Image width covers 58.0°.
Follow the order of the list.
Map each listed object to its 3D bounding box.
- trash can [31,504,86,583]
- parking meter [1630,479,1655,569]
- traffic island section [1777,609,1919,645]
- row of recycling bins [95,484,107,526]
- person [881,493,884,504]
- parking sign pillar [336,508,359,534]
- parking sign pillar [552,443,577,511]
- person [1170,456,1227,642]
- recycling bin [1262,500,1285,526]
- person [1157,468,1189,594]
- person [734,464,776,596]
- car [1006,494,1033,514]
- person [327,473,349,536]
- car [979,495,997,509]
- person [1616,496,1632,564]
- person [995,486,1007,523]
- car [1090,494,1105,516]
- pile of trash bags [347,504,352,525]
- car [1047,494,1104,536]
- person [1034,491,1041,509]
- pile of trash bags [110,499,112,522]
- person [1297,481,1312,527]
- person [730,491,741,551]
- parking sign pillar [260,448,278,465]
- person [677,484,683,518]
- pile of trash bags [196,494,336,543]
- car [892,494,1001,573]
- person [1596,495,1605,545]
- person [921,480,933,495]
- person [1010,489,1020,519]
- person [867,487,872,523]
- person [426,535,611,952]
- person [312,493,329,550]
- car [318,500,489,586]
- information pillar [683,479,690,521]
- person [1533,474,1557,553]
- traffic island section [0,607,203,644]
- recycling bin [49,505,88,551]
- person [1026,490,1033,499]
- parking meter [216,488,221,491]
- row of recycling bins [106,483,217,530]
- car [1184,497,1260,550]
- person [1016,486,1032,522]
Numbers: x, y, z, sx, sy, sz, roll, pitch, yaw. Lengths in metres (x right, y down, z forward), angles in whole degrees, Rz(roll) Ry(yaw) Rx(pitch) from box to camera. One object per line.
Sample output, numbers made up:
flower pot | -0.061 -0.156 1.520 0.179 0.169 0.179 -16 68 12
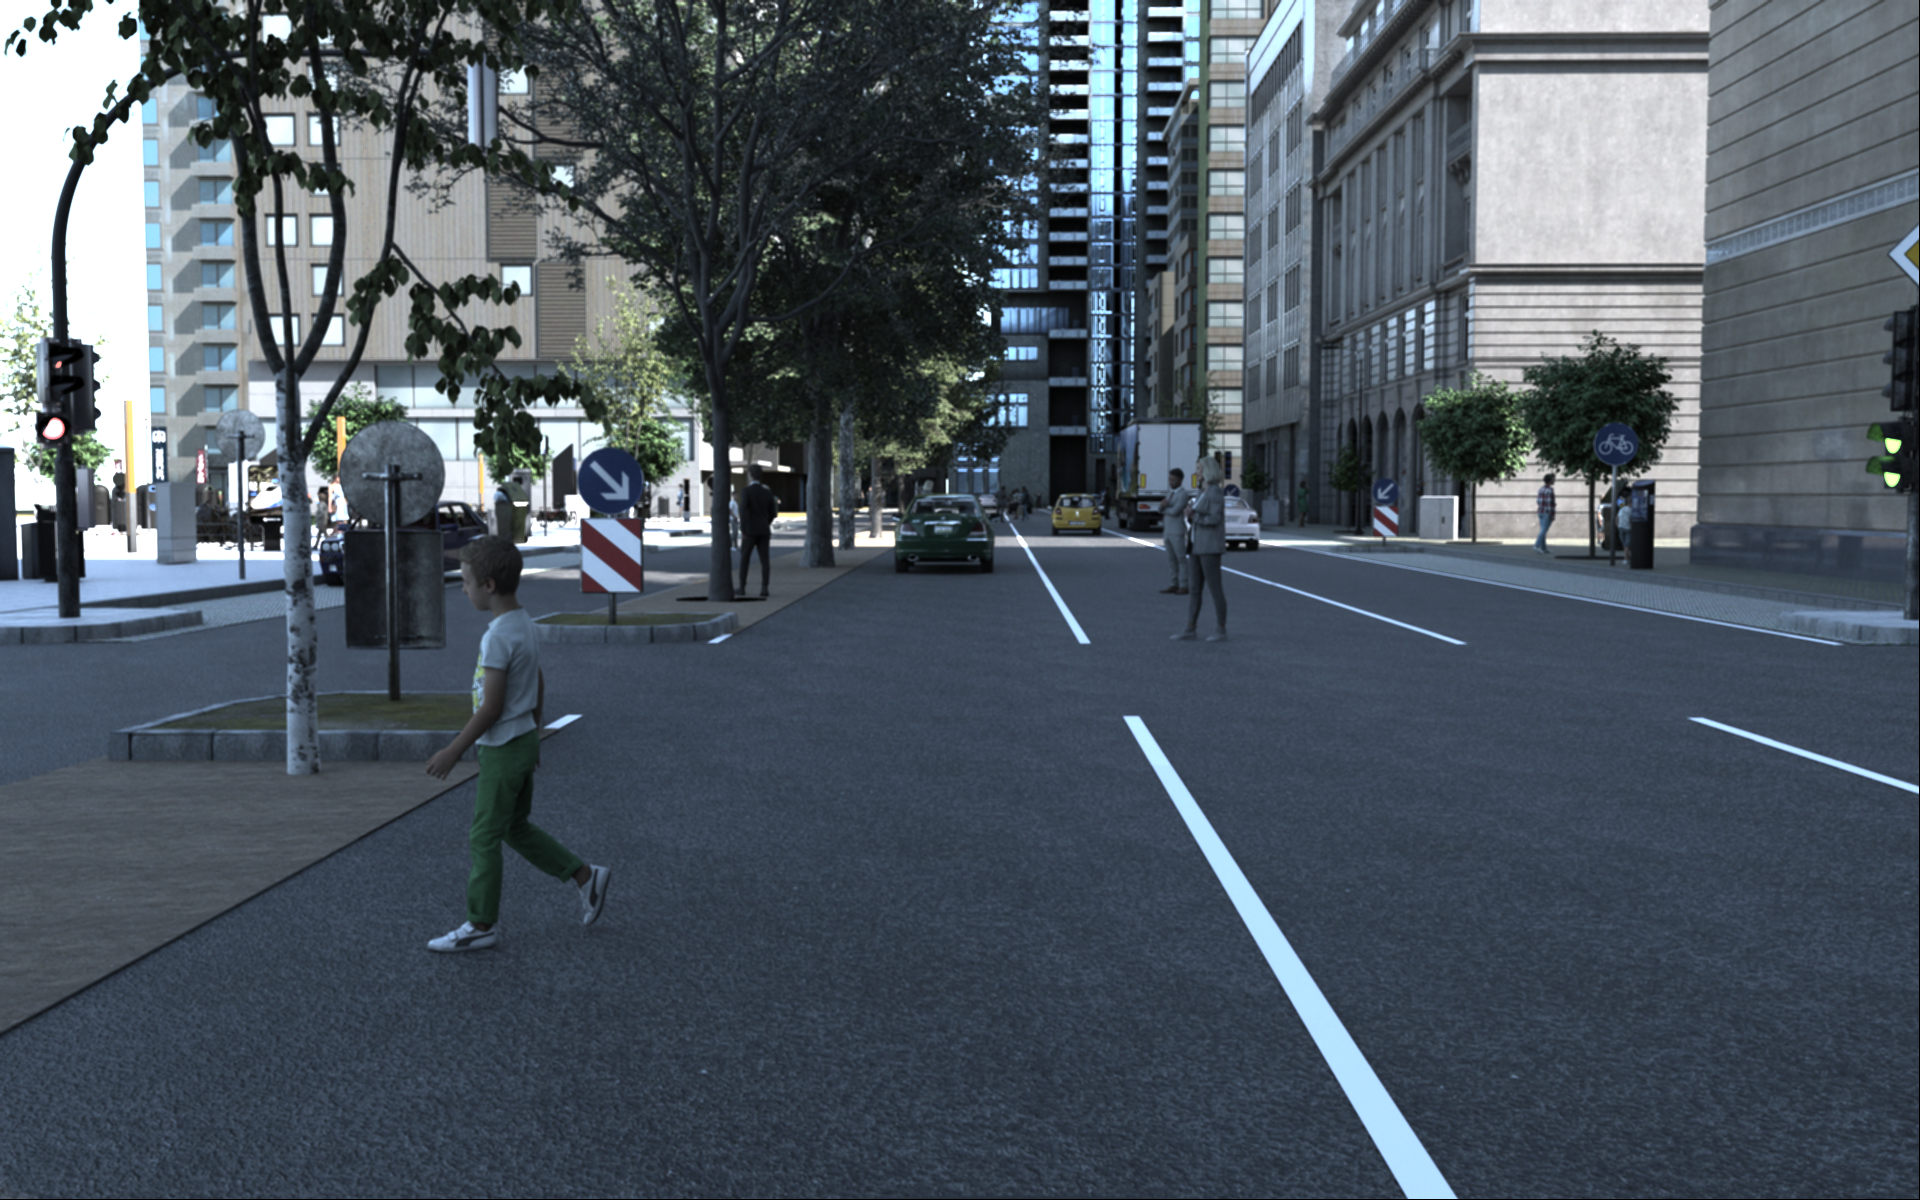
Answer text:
trash can | -13.122 -0.834 25.283 0.748 1.137 0.748 0 3 0
parking meter | 11.712 -1.303 29.714 0.372 1.533 0.369 0 3 0
traffic island section | 9.744 0.281 17.687 2.009 0.180 2.903 0 4 1
row of recycling bins | -33.536 -3.871 70.400 3.534 1.692 1.069 0 4 -7
person | -4.324 -5.090 91.997 0.678 1.792 0.850 1 4 15
parking sign pillar | -19.365 -4.115 55.750 1.447 3.967 1.447 -1 4 -16
parking sign pillar | -21.134 -6.367 92.573 1.447 3.967 1.447 2 4 25
person | 2.360 -0.502 16.885 0.526 1.800 0.537 0 4 -7
recycling bin | 12.730 -3.537 70.386 0.722 1.027 0.722 2 4 31
person | 3.044 -0.991 24.887 0.466 1.800 0.511 -3 4 -37
person | -2.905 -0.974 24.206 0.659 1.850 0.755 -2 4 -34
car | 4.380 -7.175 127.104 2.009 1.686 4.222 0 4 0
person | -15.473 -2.248 42.892 0.778 1.811 0.616 2 4 25
car | 2.619 -9.423 166.421 2.083 1.381 4.827 0 4 0
person | 12.235 -1.288 31.789 0.352 1.250 0.332 0 4 0
person | 2.040 -4.805 86.873 0.655 1.846 0.447 2 4 27
car | 8.832 -6.387 116.438 2.014 1.417 4.499 0 4 1
pile of trash bags | -22.228 -3.336 64.289 3.447 1.369 1.912 -1 4 -10
car | 4.105 -3.125 61.325 2.015 1.641 3.980 0 4 2
person | 7.421 -9.546 165.372 0.742 1.727 0.445 -2 4 -25
pile of trash bags | -39.133 -4.221 78.772 1.912 1.369 3.447 3 5 44
person | 13.356 -3.747 67.548 0.529 1.795 0.600 -3 5 -43
person | -5.728 -2.009 43.946 0.523 1.515 0.503 -2 4 -24
parking sign pillar | -36.391 -6.304 91.538 1.447 3.967 1.447 3 5 42
person | -14.763 -5.258 92.027 0.654 1.822 0.581 -1 4 -17
pile of trash bags | -18.697 -2.207 45.837 3.447 1.369 1.912 1 4 14
car | -0.268 -1.298 33.029 2.131 1.459 4.920 0 4 1
person | 16.325 -2.033 43.963 0.332 1.250 0.352 1 4 12
person | -0.802 -2.256 45.577 0.526 1.800 0.537 -2 4 -32
person | 3.130 -5.477 98.834 0.721 1.735 1.217 -1 4 -22
person | -4.344 -4.641 84.565 0.473 1.802 0.592 0 4 2
person | -1.403 0.442 5.517 0.590 1.304 0.306 -2 4 -24
person | -14.492 -1.778 39.378 0.640 1.303 0.475 -2 4 -24
car | -8.941 -0.950 28.115 1.945 1.354 3.894 0 4 2
information pillar | -13.030 -4.772 82.521 0.304 2.012 0.304 -1 4 -15
person | 12.682 -1.877 37.574 0.643 1.720 0.563 0 4 -7
traffic island section | -9.294 0.259 18.041 2.009 0.180 2.903 0 4 1
recycling bin | -20.045 -1.615 38.960 0.722 1.027 0.722 -2 4 -25
person | 6.457 -9.719 167.374 1.348 1.831 0.705 2 4 29
parking meter | -32.617 -4.137 76.051 0.372 1.533 0.369 0 3 0
row of recycling bins | -29.138 -3.445 63.445 3.534 1.692 1.069 -2 4 -31
car | 6.653 -2.024 45.457 2.083 1.381 4.827 0 4 -1
person | 3.250 -4.862 87.985 0.713 1.824 0.794 2 4 34
